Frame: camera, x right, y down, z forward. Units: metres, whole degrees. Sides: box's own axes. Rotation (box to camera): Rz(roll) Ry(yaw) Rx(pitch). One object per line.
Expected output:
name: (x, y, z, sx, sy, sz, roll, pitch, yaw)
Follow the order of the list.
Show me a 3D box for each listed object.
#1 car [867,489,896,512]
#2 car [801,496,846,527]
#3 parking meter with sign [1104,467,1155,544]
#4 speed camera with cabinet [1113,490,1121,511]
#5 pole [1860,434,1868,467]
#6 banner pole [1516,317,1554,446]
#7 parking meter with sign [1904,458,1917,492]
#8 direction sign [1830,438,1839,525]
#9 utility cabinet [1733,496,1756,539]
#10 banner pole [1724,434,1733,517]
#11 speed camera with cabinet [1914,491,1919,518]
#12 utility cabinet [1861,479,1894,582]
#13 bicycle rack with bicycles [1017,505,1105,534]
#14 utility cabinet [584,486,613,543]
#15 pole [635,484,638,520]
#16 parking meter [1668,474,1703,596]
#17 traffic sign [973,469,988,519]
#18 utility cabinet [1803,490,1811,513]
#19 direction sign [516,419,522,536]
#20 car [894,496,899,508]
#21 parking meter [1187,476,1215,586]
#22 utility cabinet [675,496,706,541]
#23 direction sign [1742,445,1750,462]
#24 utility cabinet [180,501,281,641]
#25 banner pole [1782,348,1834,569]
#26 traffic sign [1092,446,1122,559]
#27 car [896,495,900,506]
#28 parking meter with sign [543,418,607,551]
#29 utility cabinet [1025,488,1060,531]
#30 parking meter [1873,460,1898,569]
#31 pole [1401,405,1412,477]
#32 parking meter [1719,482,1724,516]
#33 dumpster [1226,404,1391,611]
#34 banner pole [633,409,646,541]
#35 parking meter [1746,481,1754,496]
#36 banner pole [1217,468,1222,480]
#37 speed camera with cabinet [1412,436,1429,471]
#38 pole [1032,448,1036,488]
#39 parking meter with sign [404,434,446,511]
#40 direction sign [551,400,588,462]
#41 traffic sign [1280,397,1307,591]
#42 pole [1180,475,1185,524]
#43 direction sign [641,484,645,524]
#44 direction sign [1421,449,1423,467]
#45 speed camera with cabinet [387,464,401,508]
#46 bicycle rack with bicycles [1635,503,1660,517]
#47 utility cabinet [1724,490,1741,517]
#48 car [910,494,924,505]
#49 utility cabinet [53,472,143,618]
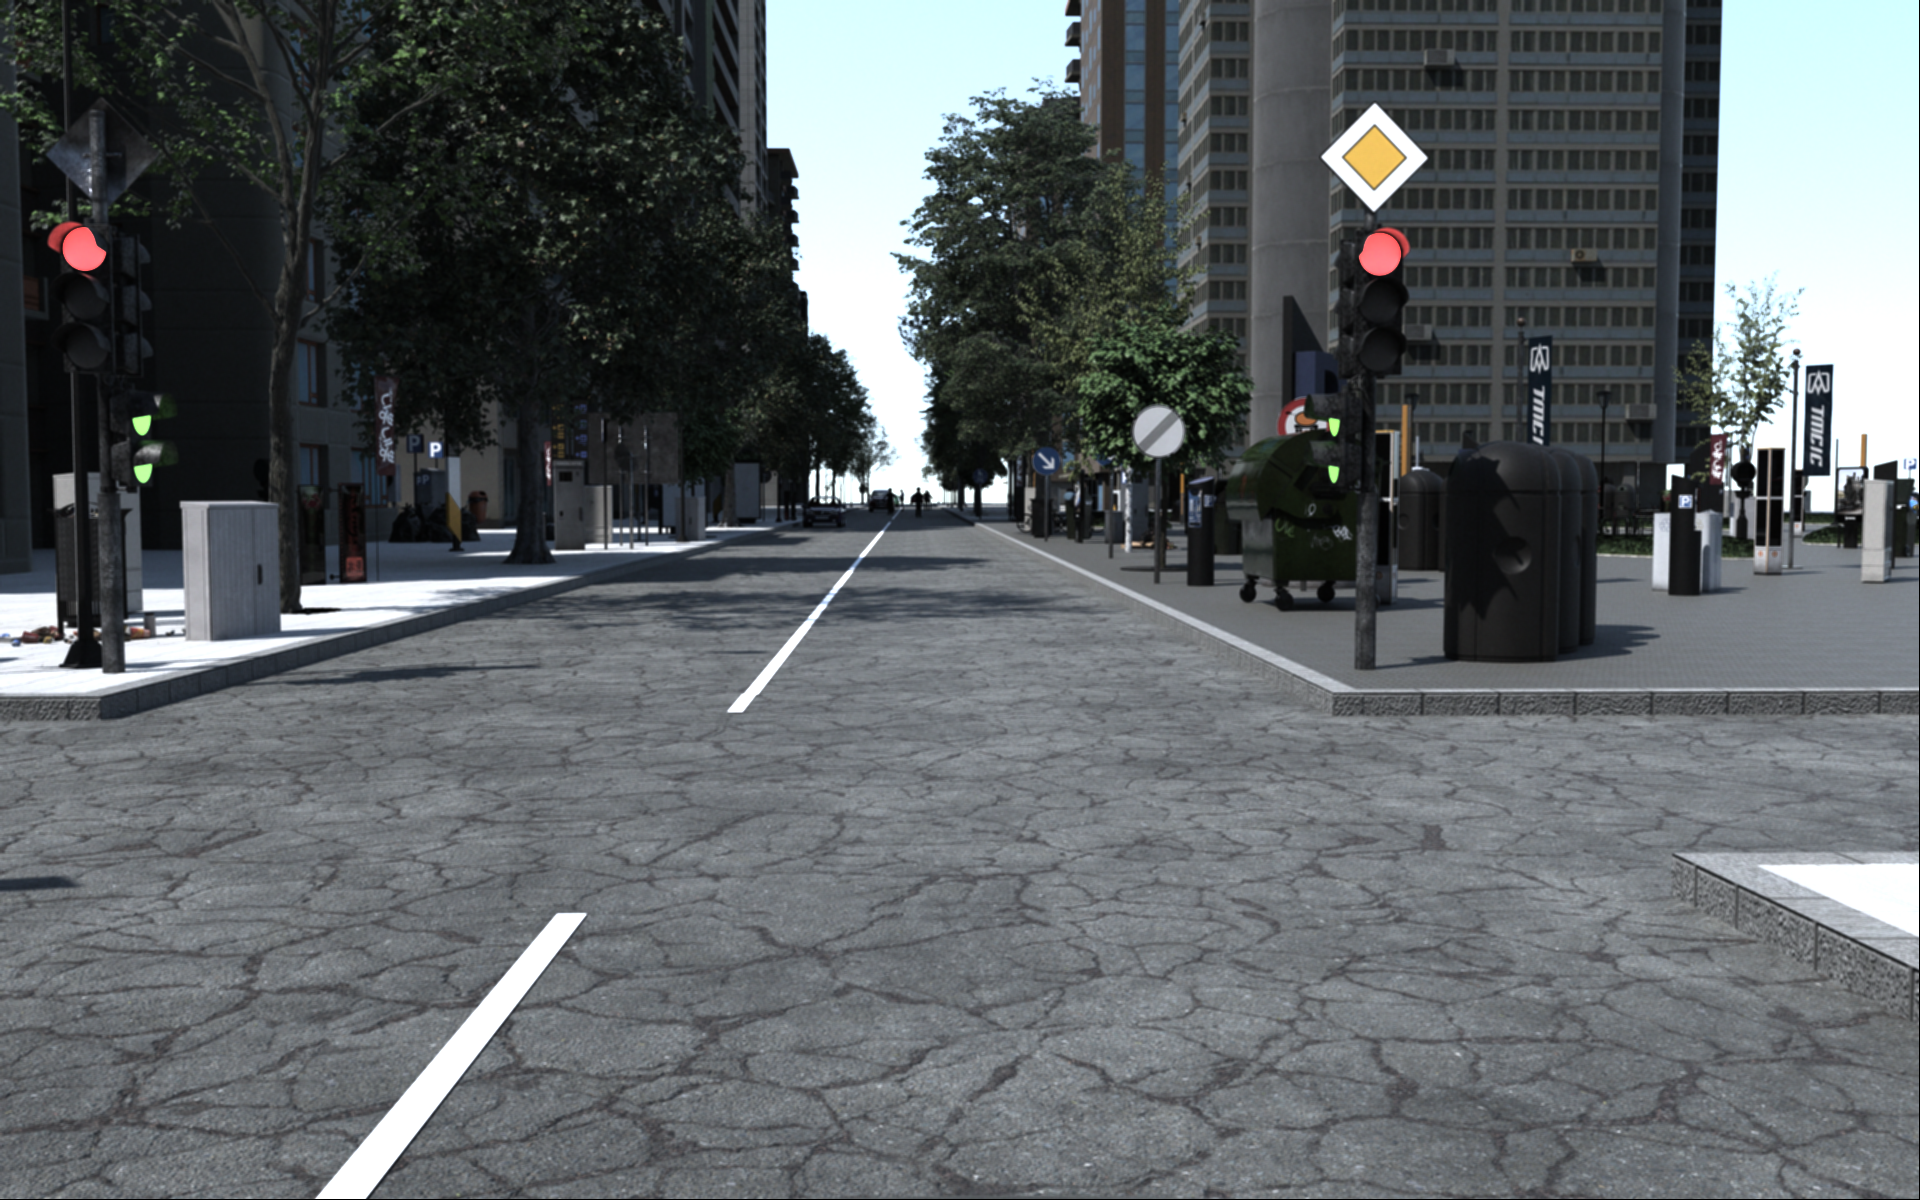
car: (-6.319, -8.032, 139.995, 2.281, 1.827, 5.304, 0, 4, -1)
car: (-5.925, -3.861, 75.707, 1.945, 1.354, 3.894, 0, 4, -1)
parking meter with sign: (4.523, -2.988, 45.107, 1.738, 3.016, 0.543, -3, 5, -40)
speed camera with cabinet: (7.270, -4.980, 75.756, 0.660, 3.252, 2.038, -2, 4, -24)
pole: (30.493, -3.954, 58.492, 0.158, 3.312, 0.155, 0, 3, 0)
banner pole: (8.040, -2.104, 24.424, 0.401, 3.779, 0.863, -1, 4, -23)
parking meter with sign: (45.829, -5.349, 83.710, 0.543, 3.016, 1.738, 2, 4, 32)
direction sign: (35.718, -4.808, 70.609, 0.379, 3.537, 0.876, 2, 4, 30)
utility cabinet: (21.827, -2.229, 47.604, 1.020, 1.237, 0.306, 0, 4, -2)
banner pole: (31.670, -4.976, 71.378, 0.401, 3.779, 0.863, 3, 5, 42)
speed camera with cabinet: (49.347, -5.712, 87.733, 2.038, 3.252, 0.660, 1, 4, 21)
utility cabinet: (13.467, -1.022, 25.391, 0.318, 1.500, 1.173, 2, 4, 33)
bicycle rack with bicycles: (3.339, -2.690, 57.368, 2.925, 0.926, 2.852, 0, 4, 8)
utility cabinet: (-9.618, -2.218, 44.936, 1.173, 1.500, 0.318, 0, 4, -6)
pole: (-16.125, -5.668, 86.521, 0.158, 3.312, 0.155, 0, 3, 0)
parking meter: (9.202, -0.829, 21.962, 0.372, 1.533, 0.369, 0, 3, 0)
traffic sign: (1.027, -5.354, 87.651, 0.768, 2.556, 0.104, 0, 4, 0)
utility cabinet: (40.882, -4.601, 83.909, 0.318, 1.500, 1.173, 3, 5, 44)
direction sign: (-13.251, -3.688, 52.303, 0.379, 3.537, 0.876, -2, 4, -26)
car: (-7.462, -10.733, 184.284, 1.959, 1.807, 4.718, 0, 4, -3)
parking meter: (3.371, -0.967, 24.226, 0.372, 1.533, 0.369, 0, 3, 0)
utility cabinet: (-7.368, -2.210, 47.297, 1.020, 1.237, 0.306, 3, 5, 44)
direction sign: (36.171, -5.375, 79.885, 0.379, 3.537, 0.876, 0, 4, -3)
utility cabinet: (-6.525, -0.269, 15.555, 0.306, 1.237, 1.020, 1, 4, 12)
banner pole: (14.494, -2.423, 29.631, 0.401, 3.779, 0.863, -3, 5, -39)
traffic sign: (3.007, -2.098, 34.409, 0.768, 2.556, 0.104, 0, 4, 6)
car: (-8.357, -12.266, 212.917, 2.083, 1.381, 4.827, 0, 4, -2)
parking meter with sign: (-8.946, -2.648, 39.554, 1.738, 3.016, 0.543, -1, 4, -15)
utility cabinet: (2.816, -3.089, 59.181, 1.173, 1.500, 0.318, 1, 4, 15)
parking meter: (15.819, -1.467, 29.689, 0.399, 1.863, 0.255, 2, 4, 26)
pole: (10.219, -2.804, 39.693, 0.158, 3.312, 0.155, 0, 3, 0)
parking meter: (36.106, -4.690, 82.397, 0.399, 1.863, 0.255, -1, 4, -11)
dumpster: (3.930, -1.050, 19.656, 1.502, 2.255, 1.985, 0, 4, -2)
banner pole: (-8.764, -3.505, 47.331, 0.401, 3.779, 0.863, 0, 4, -6)
parking meter: (32.435, -4.005, 71.187, 0.255, 1.863, 0.399, 1, 4, 9)
banner pole: (11.285, -5.219, 75.349, 0.401, 3.779, 0.863, 0, 4, -5)
speed camera with cabinet: (16.349, -3.967, 59.192, 2.038, 3.252, 0.660, 2, 4, 24)
pole: (3.145, -4.845, 73.065, 0.158, 3.312, 0.155, 0, 3, 0)
parking meter with sign: (-15.515, -3.354, 51.102, 0.543, 3.016, 1.738, 1, 4, 21)
direction sign: (-9.379, -3.038, 41.662, 0.876, 3.537, 0.379, 0, 4, -3)
traffic sign: (4.540, -1.389, 22.812, 0.768, 2.556, 0.104, 0, 4, 2)
pole: (9.600, -4.944, 74.684, 0.158, 3.312, 0.155, 0, 3, 0)
direction sign: (-13.377, -4.970, 73.249, 0.876, 3.537, 0.379, 2, 4, 33)
direction sign: (23.334, -5.842, 87.510, 0.379, 3.537, 0.876, 1, 4, 15)
speed camera with cabinet: (-17.347, -3.423, 50.296, 2.038, 3.252, 0.660, 0, 4, -2)
bicycle rack with bicycles: (28.704, -3.611, 72.427, 2.925, 0.926, 2.852, 2, 4, 34)
utility cabinet: (37.441, -4.582, 83.600, 1.173, 1.500, 0.318, 0, 4, -3)
car: (-5.759, -13.668, 232.507, 2.155, 1.783, 4.494, 0, 4, -1)
utility cabinet: (-9.013, -0.577, 18.117, 0.318, 1.500, 1.173, 0, 4, 2)
